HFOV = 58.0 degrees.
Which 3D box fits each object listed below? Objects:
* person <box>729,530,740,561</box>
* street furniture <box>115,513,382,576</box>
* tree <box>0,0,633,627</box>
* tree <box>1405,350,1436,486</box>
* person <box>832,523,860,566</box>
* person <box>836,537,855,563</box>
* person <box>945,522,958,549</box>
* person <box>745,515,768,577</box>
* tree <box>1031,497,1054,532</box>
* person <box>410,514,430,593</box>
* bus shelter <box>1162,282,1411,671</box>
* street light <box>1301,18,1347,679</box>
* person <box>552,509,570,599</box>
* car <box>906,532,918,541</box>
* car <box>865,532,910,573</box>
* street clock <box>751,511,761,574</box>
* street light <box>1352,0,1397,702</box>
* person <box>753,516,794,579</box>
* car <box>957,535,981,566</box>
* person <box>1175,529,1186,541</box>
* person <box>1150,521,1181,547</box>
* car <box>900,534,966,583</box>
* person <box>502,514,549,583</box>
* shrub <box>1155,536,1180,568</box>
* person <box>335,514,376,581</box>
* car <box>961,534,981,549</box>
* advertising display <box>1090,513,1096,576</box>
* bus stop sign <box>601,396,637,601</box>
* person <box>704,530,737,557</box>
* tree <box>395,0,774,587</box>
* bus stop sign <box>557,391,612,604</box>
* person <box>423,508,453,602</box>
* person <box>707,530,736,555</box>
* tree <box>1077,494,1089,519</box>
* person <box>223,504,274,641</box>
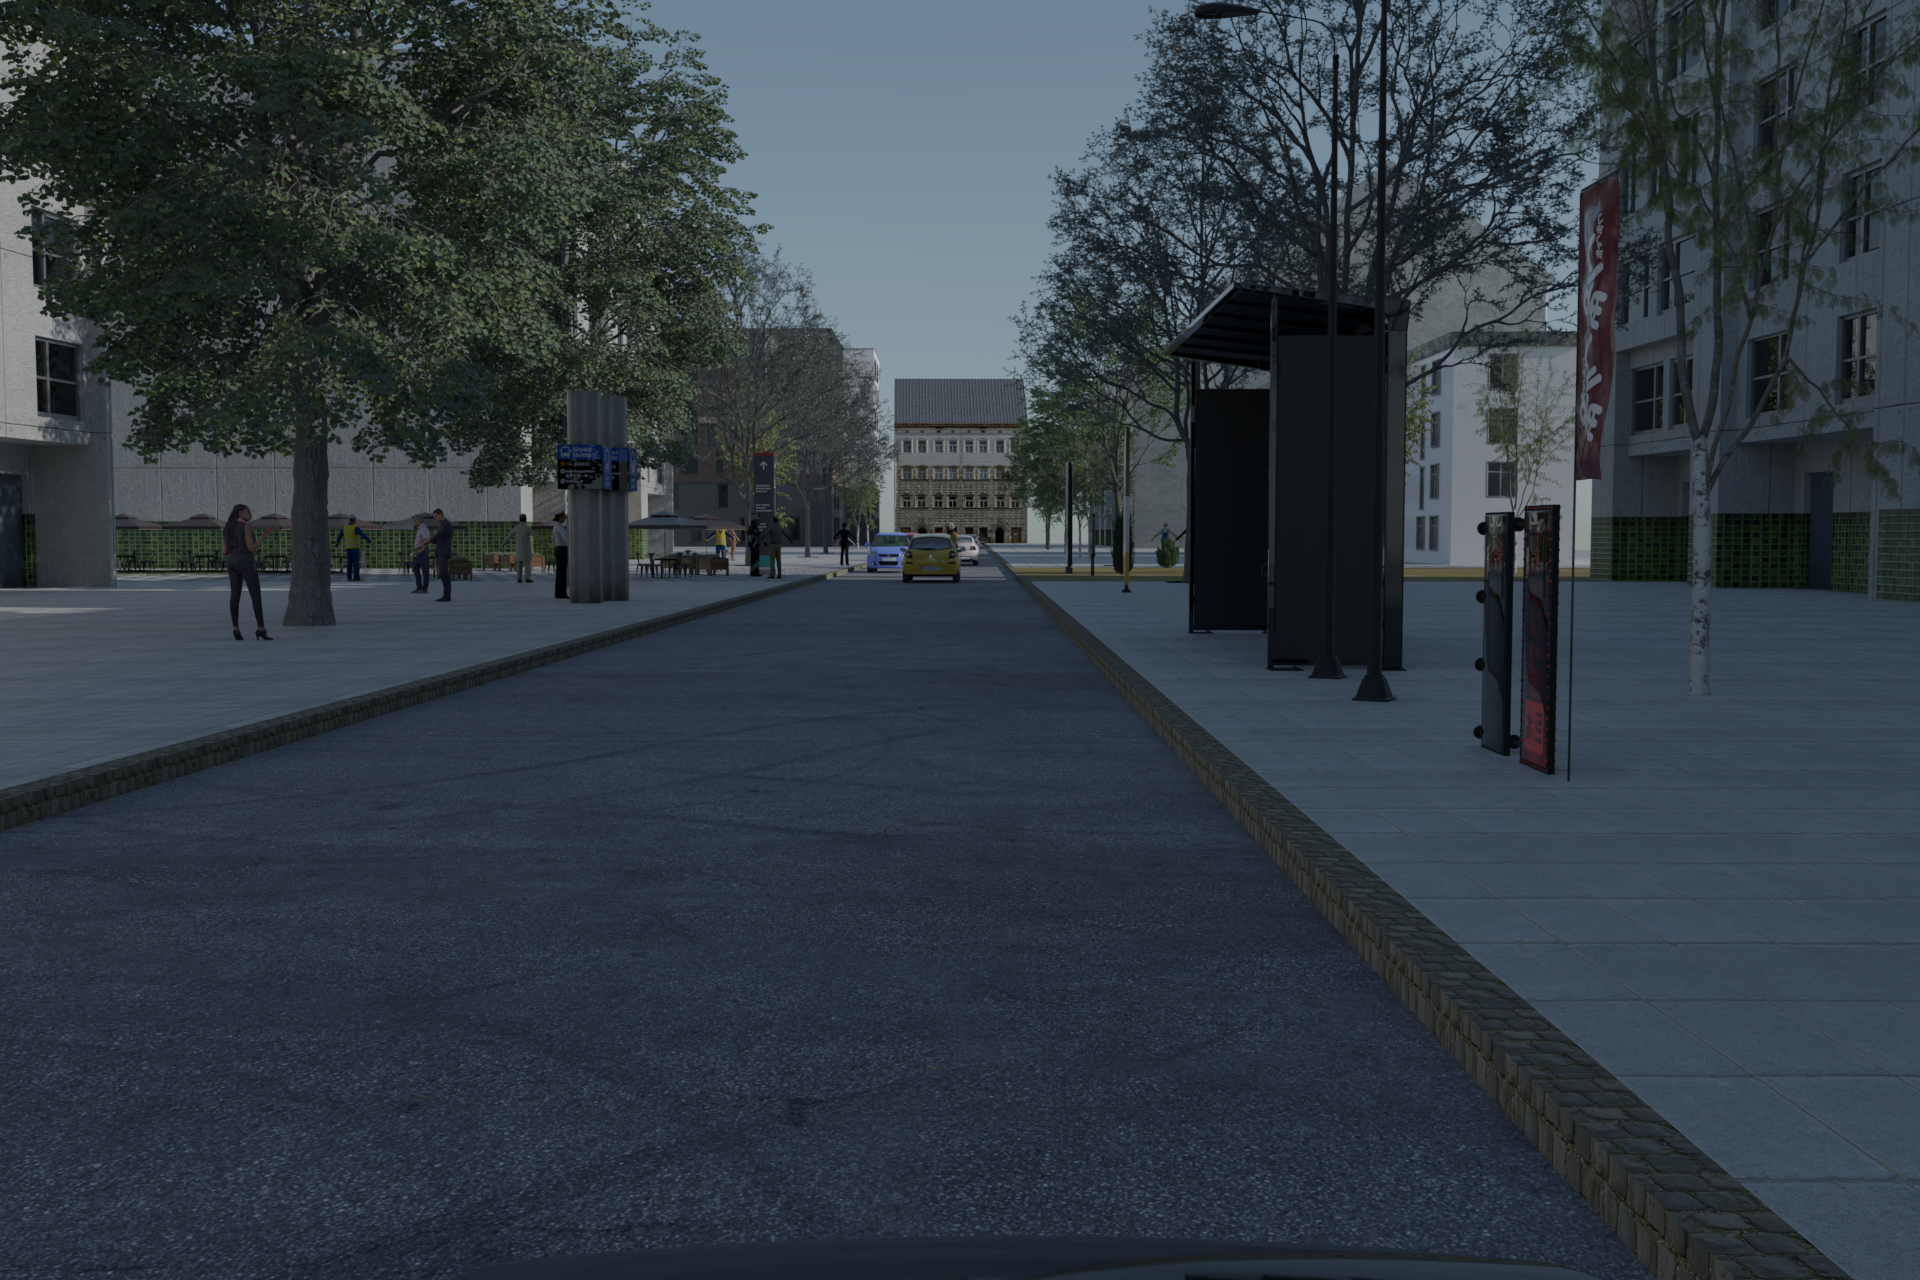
[{"bbox_3d":[-10.844,-4.675,83.233,0.721,1.733,1.217,-2,4,-27],"label":"person"},{"bbox_3d":[-33.402,-3.033,54.622,27.439,1.986,14.083,1,4,13],"label":"street furniture"},{"bbox_3d":[-9.201,-7.179,24.037,9.857,13.997,8.962,0,3,0],"label":"tree"},{"bbox_3d":[16.254,-7.076,66.063,4.737,8.622,4.395,0,3,0],"label":"tree"},{"bbox_3d":[-4.642,-3.879,70.136,1.216,1.740,0.721,1,4,20],"label":"person"},{"bbox_3d":[-5.137,-4.176,77.549,0.991,1.433,0.599,2,4,26],"label":"person"},{"bbox_3d":[-0.374,-3.330,62.670,0.705,1.858,1.354,-2,4,-29],"label":"person"},{"bbox_3d":[-6.153,-2.836,52.141,0.705,1.856,1.354,1,4,16],"label":"person"},{"bbox_3d":[11.883,-17.631,238.623,4.737,8.622,4.395,0,3,0],"label":"tree"},{"bbox_3d":[-11.700,-1.866,37.495,0.436,1.711,0.756,-1,4,-17],"label":"person"},{"bbox_3d":[3.434,-1.712,19.277,1.731,3.624,6.357,0,4,0],"label":"bus shelter"},{"bbox_3d":[3.825,-2.613,15.269,1.470,5.913,1.316,0,4,1],"label":"street light"},{"bbox_3d":[-7.859,-1.711,34.440,0.721,1.778,1.216,-2,4,-30],"label":"person"},{"bbox_3d":[-2.546,-4.598,84.215,2.155,1.783,4.494,0,3,0],"label":"car"},{"bbox_3d":[-2.593,-3.414,65.404,1.945,1.707,3.694,0,4,1],"label":"car"},{"bbox_3d":[-6.443,-3.066,54.702,0.358,2.002,0.471,0,4,2],"label":"street clock"},{"bbox_3d":[3.742,-2.486,13.192,1.470,5.913,1.316,0,4,0],"label":"street light"},{"bbox_3d":[-5.329,-2.666,49.864,1.348,1.796,0.705,-2,4,-35],"label":"person"},{"bbox_3d":[-0.059,-4.120,79.724,2.083,1.381,4.827,0,4,1],"label":"car"},{"bbox_3d":[9.256,-3.891,69.808,1.347,1.806,0.705,-1,4,-15],"label":"person"},{"bbox_3d":[8.932,-4.243,75.230,1.347,1.847,0.705,1,4,14],"label":"person"},{"bbox_3d":[-0.834,-2.571,52.255,2.015,1.641,3.980,0,4,1],"label":"car"},{"bbox_3d":[-11.488,-2.420,45.647,1.344,1.819,0.704,1,4,14],"label":"person"},{"bbox_3d":[7.833,-3.321,65.416,1.383,1.207,1.383,0,3,0],"label":"shrub"},{"bbox_3d":[-16.471,-2.512,47.048,1.349,1.833,0.705,1,4,22],"label":"person"},{"bbox_3d":[0.644,-7.520,134.959,2.014,1.417,4.499,0,4,1],"label":"car"},{"bbox_3d":[4.069,-2.935,53.207,0.123,1.923,0.974,0,4,1],"label":"advertising display"},{"bbox_3d":[-6.688,-2.706,33.267,0.837,3.901,0.837,0,3,0],"label":"bus stop sign"},{"bbox_3d":[-8.771,-3.482,63.389,1.216,1.772,0.721,0,4,-2],"label":"person"},{"bbox_3d":[-9.431,-8.271,41.889,9.857,13.997,8.962,0,3,0],"label":"tree"},{"bbox_3d":[-6.948,-2.636,32.107,0.837,3.901,0.837,0,4,0],"label":"bus stop sign"},{"bbox_3d":[-9.932,-1.619,32.957,0.568,1.767,0.683,-2,4,-29],"label":"person"},{"bbox_3d":[-10.553,-4.303,76.533,1.347,1.806,0.705,-1,4,-21],"label":"person"},{"bbox_3d":[19.067,-18.519,237.196,7.601,10.594,8.767,1,4,10],"label":"tree"},{"bbox_3d":[-8.575,-0.819,20.908,0.593,1.643,0.415,-1,4,-19],"label":"person"}]
